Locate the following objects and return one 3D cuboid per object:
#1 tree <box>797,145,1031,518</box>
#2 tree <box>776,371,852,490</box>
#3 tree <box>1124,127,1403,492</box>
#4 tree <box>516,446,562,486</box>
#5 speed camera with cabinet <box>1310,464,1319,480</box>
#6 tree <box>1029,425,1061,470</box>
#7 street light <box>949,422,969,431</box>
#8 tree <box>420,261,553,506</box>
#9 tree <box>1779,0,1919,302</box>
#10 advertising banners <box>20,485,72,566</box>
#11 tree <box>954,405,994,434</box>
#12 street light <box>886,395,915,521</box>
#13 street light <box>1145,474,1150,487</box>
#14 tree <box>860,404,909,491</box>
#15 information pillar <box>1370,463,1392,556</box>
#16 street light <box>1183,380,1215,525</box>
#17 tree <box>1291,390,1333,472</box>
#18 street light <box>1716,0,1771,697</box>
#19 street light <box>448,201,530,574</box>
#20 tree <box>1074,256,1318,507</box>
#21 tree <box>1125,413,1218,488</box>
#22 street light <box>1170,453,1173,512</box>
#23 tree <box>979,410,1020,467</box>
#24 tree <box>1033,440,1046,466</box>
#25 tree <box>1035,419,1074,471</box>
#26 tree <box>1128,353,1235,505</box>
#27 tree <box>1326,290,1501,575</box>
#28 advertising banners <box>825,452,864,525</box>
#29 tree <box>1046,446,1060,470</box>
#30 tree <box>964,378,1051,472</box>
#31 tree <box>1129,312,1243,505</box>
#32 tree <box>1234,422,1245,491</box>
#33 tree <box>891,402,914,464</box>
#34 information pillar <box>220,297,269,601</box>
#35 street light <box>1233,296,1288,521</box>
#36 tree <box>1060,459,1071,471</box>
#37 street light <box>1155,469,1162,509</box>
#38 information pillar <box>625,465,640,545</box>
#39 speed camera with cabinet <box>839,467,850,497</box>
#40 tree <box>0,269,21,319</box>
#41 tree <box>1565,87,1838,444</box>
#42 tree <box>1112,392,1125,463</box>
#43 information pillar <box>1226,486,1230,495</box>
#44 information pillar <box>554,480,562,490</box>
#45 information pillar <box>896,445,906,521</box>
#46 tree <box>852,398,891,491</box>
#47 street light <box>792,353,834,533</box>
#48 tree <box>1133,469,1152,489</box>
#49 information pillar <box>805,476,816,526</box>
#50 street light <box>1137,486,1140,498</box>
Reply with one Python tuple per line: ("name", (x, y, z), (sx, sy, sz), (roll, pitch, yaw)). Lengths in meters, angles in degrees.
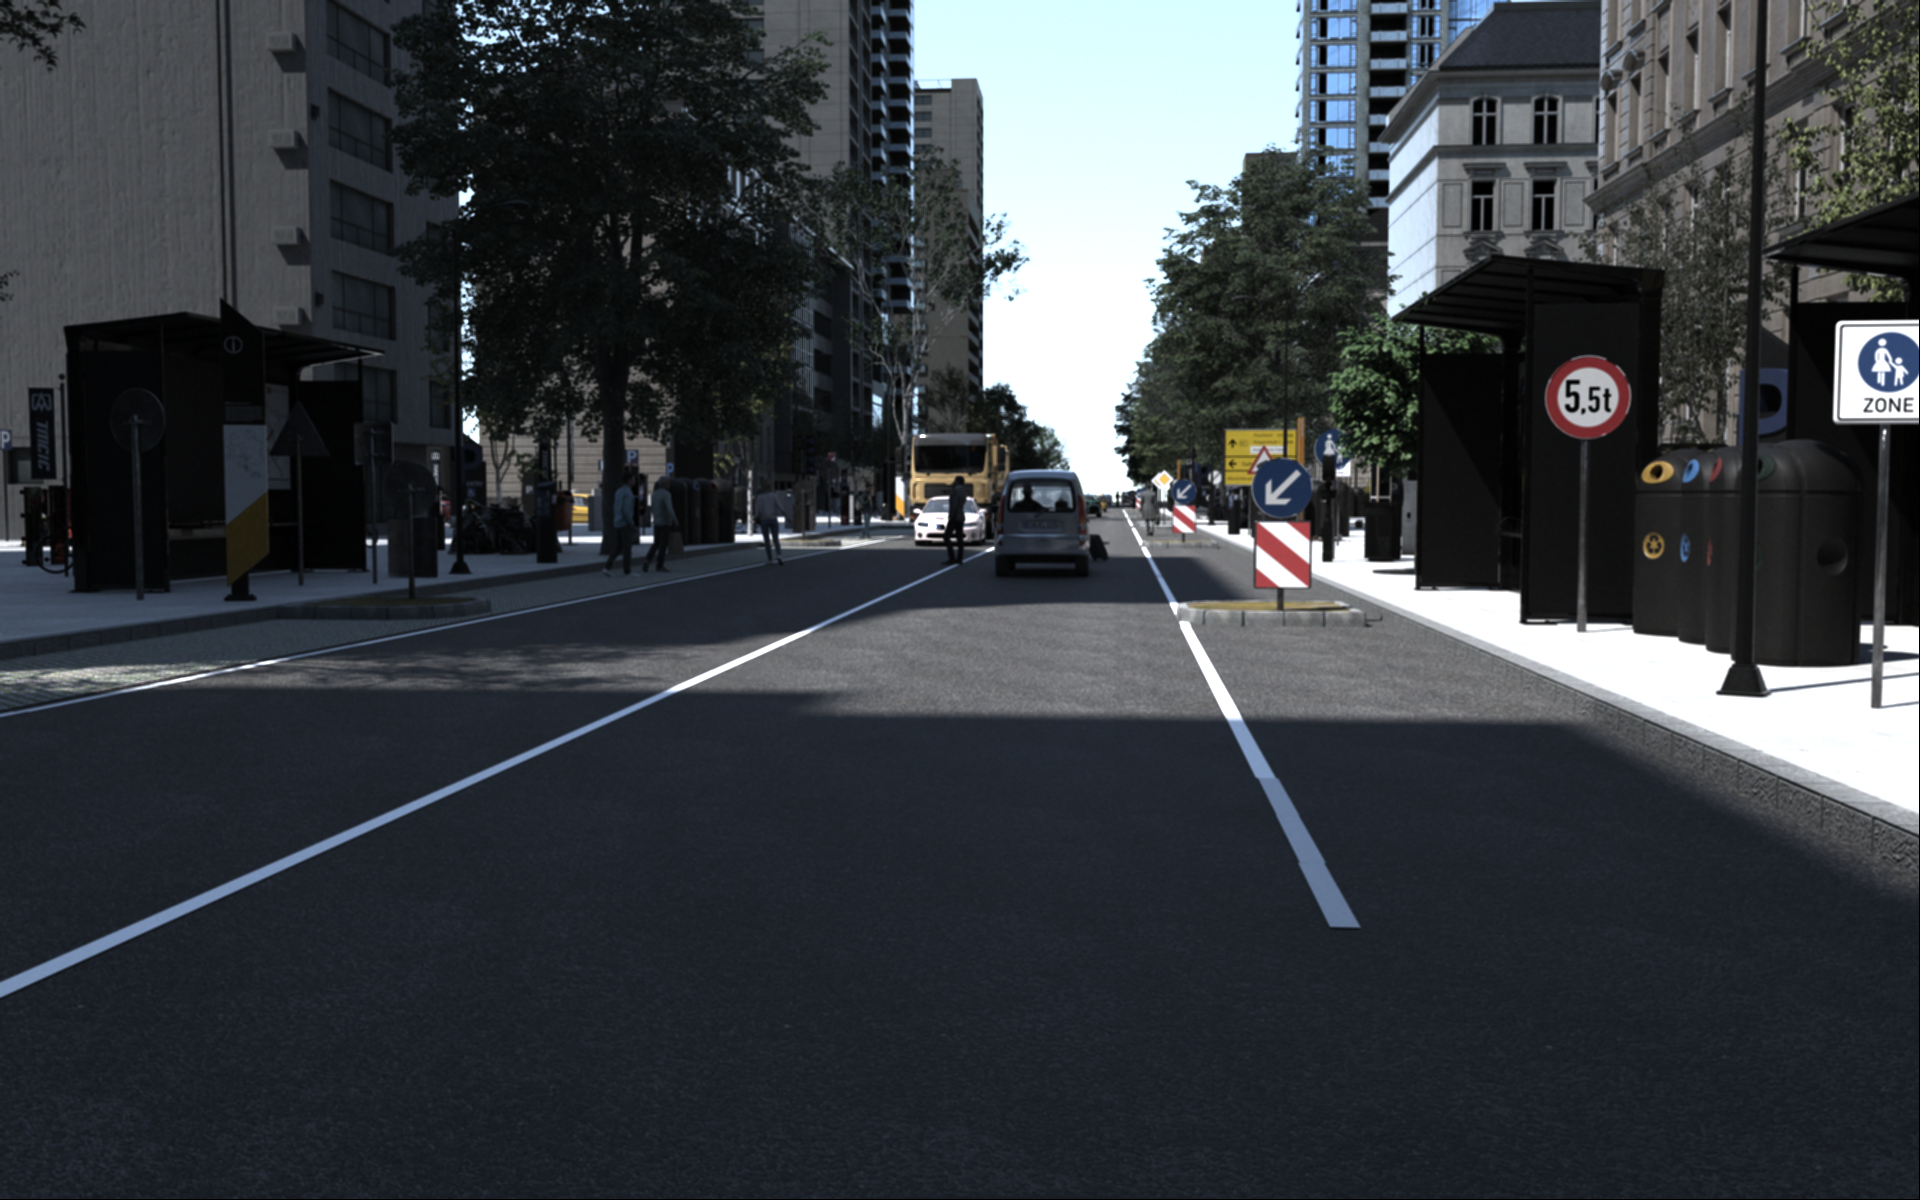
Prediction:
("tree", (-1.651, -14.454, 92.216), (12.611, 20.169, 13.585), (0, 3, 0))
("tree", (-8.896, -9.418, 104.340), (4.360, 8.622, 3.978), (0, 3, 0))
("tree", (10.836, -9.495, 61.902), (9.857, 13.997, 8.962), (0, 3, 0))
("tree", (-17.183, -4.615, 70.057), (1.663, 3.219, 1.824), (0, 3, 0))
("speed camera with cabinet", (19.628, -6.459, 99.947), (2.038, 3.252, 0.660), (-1, 4, -9))
("tree", (10.908, -19.932, 251.636), (9.928, 11.665, 9.643), (0, 3, 0))
("street light", (-0.111, -8.478, 111.163), (1.470, 5.913, 1.316), (0, 4, 5))
("tree", (-13.919, -6.209, 51.873), (4.737, 8.622, 4.395), (0, 3, 0))
("tree", (12.497, -4.402, 22.334), (4.737, 8.622, 4.395), (0, 3, 0))
("advertising banners", (-16.462, -2.162, 31.538), (0.090, 3.025, 2.074), (0, 4, 4))
("tree", (0.994, -11.449, 137.548), (4.737, 8.622, 4.395), (0, 3, 0))
("street light", (-2.808, -6.667, 81.542), (1.470, 5.913, 1.316), (0, 4, 5))
("street light", (17.248, -11.077, 153.648), (1.470, 5.913, 1.316), (0, 4, 5))
("tree", (-6.274, -11.688, 141.469), (4.737, 8.622, 4.395), (0, 3, 0))
("information pillar", (8.127, -1.772, 33.472), (0.304, 2.012, 0.304), (-1, 4, -14))
("street light", (9.770, -6.013, 70.857), (1.470, 5.913, 1.316), (0, 4, 5))
("tree", (22.739, -9.989, 113.679), (4.360, 8.622, 3.978), (0, 3, 0))
("street light", (4.488, -2.351, 10.984), (1.470, 5.913, 1.316), (0, 4, 5))
("street light", (-7.503, -3.370, 27.636), (1.470, 5.913, 1.316), (0, 4, 5))
("tree", (13.136, -10.710, 85.472), (12.009, 13.543, 11.850), (0, 3, 0))
("tree", (19.791, -14.060, 164.288), (8.767, 10.594, 7.601), (3, 5, 39))
("street light", (11.879, -7.420, 93.863), (1.470, 5.913, 1.316), (0, 4, 5))
("tree", (2.841, -12.025, 146.976), (4.360, 8.622, 3.978), (0, 3, 0))
("tree", (7.718, -15.922, 210.681), (4.360, 8.622, 3.978), (0, 3, 0))
("tree", (13.730, -22.745, 282.249), (12.009, 13.543, 11.850), (0, 3, 0))
("tree", (14.933, -11.592, 115.287), (9.928, 11.665, 9.643), (0, 3, 0))
("tree", (7.401, -2.705, 27.942), (4.285, 4.588, 4.351), (0, 3, 0))
("advertising banners", (-4.730, -4.606, 71.490), (2.074, 3.025, 0.090), (3, 5, 43))
("tree", (5.807, -15.785, 192.495), (7.601, 10.594, 8.767), (-1, 4, -16))
("tree", (3.892, -15.561, 171.434), (9.611, 12.733, 9.660), (0, 3, 0))
("tree", (14.233, -11.538, 106.769), (7.486, 12.596, 7.792), (0, 3, 0))
("tree", (23.776, -12.112, 148.392), (4.737, 8.622, 4.395), (0, 3, 0))
("tree", (-5.223, -11.065, 131.280), (4.360, 8.622, 3.978), (0, 3, 0))
("information pillar", (-8.585, -1.799, 20.768), (0.504, 3.616, 0.183), (-1, 4, -15))
("street light", (7.094, -4.167, 40.665), (1.470, 5.913, 1.316), (0, 4, 5))
("tree", (16.323, -23.071, 311.628), (8.767, 10.594, 7.601), (1, 4, 22))
("street light", (14.574, -9.232, 123.485), (1.470, 5.913, 1.316), (0, 4, 5))
("information pillar", (-8.355, -2.417, 44.018), (0.304, 2.012, 0.304), (3, 5, 42))
("speed camera with cabinet", (-8.312, -8.261, 129.407), (0.660, 3.252, 2.038), (2, 4, 24))
("tree", (-22.098, -5.221, 35.729), (4.360, 8.622, 3.978), (0, 3, 0))
("tree", (13.410, -4.942, 31.162), (4.360, 8.622, 3.978), (0, 3, 0))
("tree", (21.022, -17.088, 186.043), (9.857, 13.997, 8.962), (0, 3, 0))
("information pillar", (18.577, -7.906, 120.622), (0.183, 3.616, 0.504), (-3, 5, -45))
("information pillar", (-21.017, -5.267, 90.604), (0.304, 2.012, 0.304), (2, 4, 29))
("information pillar", (-2.846, -5.593, 82.795), (0.504, 3.616, 0.183), (2, 4, 29))
("tree", (-7.558, -10.700, 125.303), (4.360, 8.622, 3.978), (0, 3, 0))
("street light", (-4.863, -5.182, 57.263), (1.470, 5.913, 1.316), (0, 4, 5))
("tree", (27.841, -18.700, 256.101), (4.737, 8.622, 4.395), (0, 3, 0))
("information pillar", (-6.042, -4.016, 70.155), (0.304, 2.012, 0.304), (3, 5, 43))
("street light", (24.090, -15.742, 229.918), (1.470, 5.913, 1.316), (0, 4, 5))
